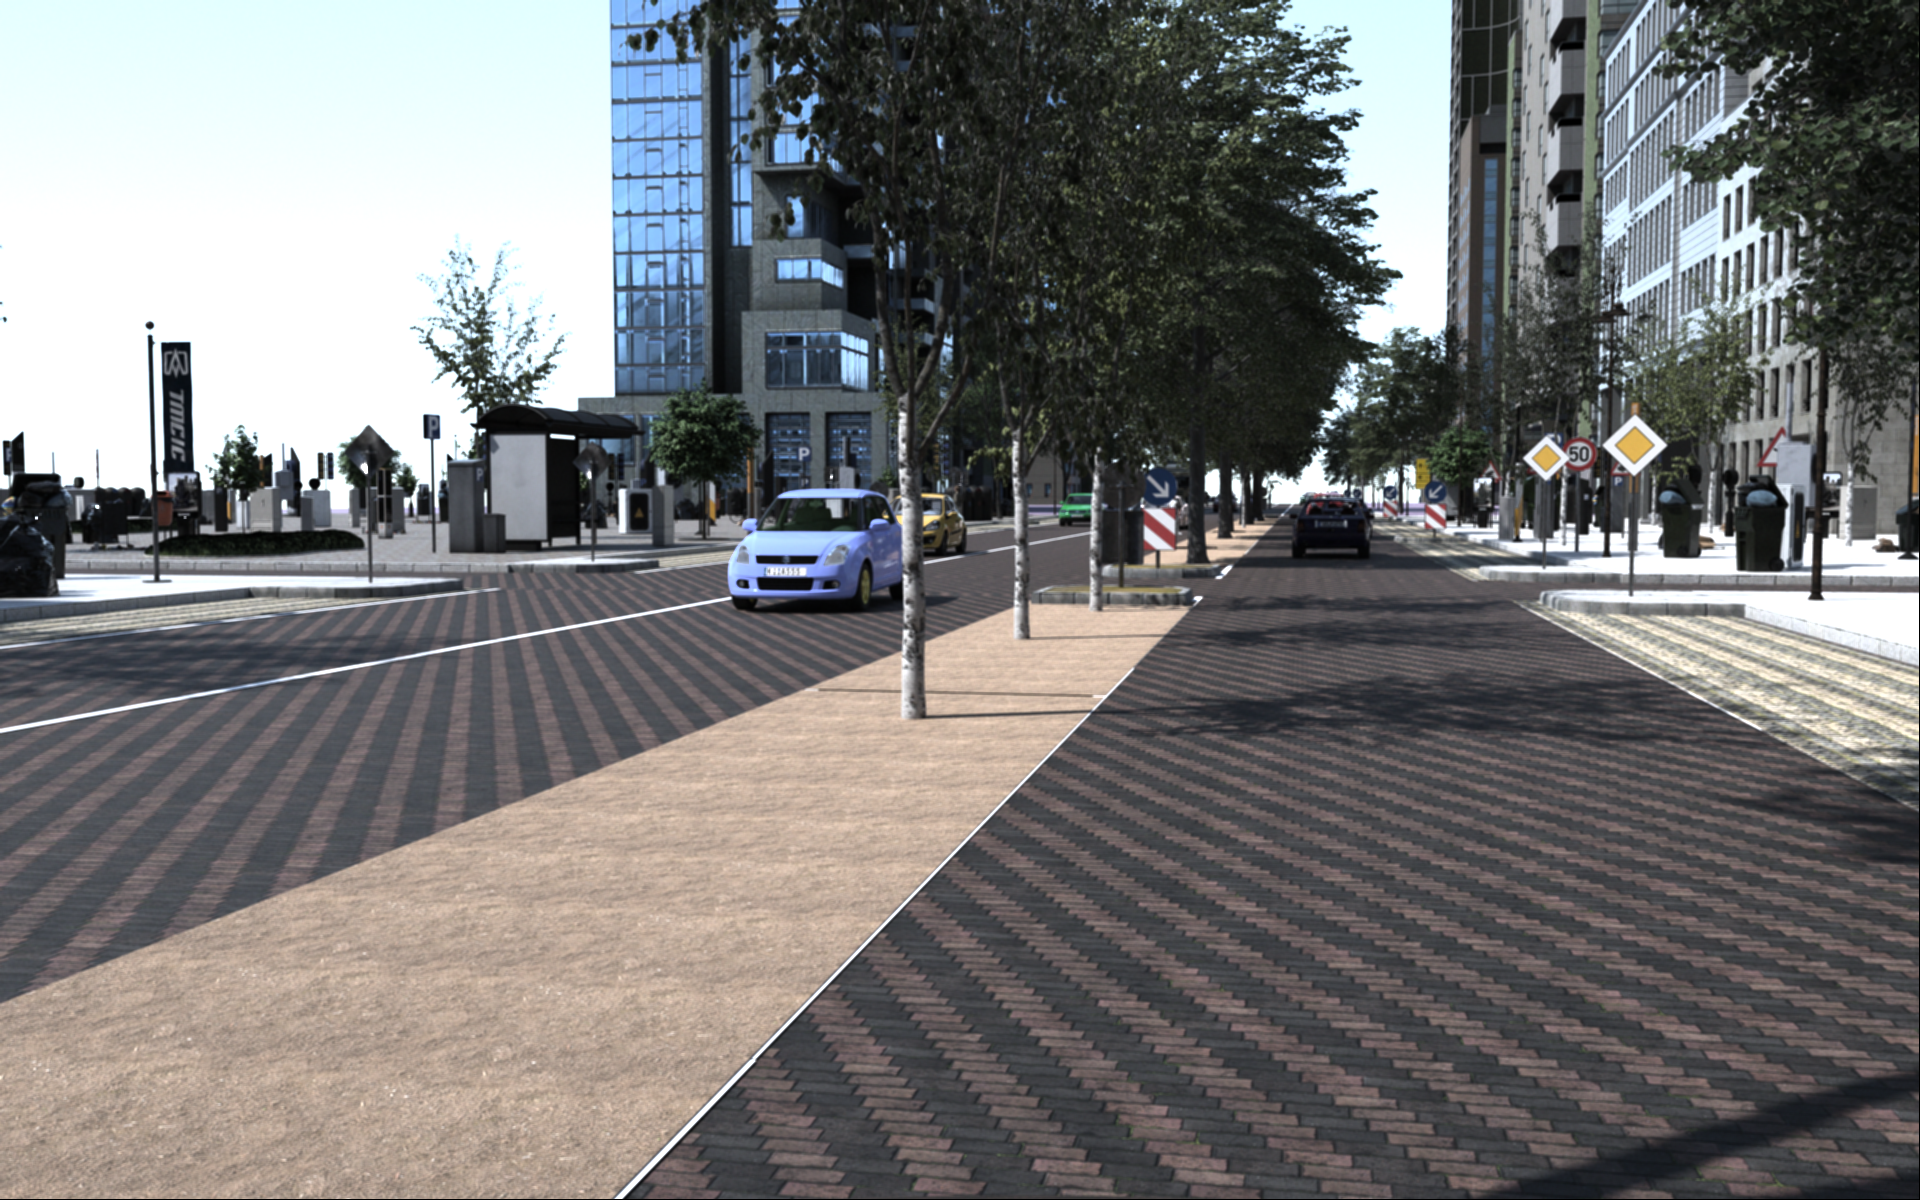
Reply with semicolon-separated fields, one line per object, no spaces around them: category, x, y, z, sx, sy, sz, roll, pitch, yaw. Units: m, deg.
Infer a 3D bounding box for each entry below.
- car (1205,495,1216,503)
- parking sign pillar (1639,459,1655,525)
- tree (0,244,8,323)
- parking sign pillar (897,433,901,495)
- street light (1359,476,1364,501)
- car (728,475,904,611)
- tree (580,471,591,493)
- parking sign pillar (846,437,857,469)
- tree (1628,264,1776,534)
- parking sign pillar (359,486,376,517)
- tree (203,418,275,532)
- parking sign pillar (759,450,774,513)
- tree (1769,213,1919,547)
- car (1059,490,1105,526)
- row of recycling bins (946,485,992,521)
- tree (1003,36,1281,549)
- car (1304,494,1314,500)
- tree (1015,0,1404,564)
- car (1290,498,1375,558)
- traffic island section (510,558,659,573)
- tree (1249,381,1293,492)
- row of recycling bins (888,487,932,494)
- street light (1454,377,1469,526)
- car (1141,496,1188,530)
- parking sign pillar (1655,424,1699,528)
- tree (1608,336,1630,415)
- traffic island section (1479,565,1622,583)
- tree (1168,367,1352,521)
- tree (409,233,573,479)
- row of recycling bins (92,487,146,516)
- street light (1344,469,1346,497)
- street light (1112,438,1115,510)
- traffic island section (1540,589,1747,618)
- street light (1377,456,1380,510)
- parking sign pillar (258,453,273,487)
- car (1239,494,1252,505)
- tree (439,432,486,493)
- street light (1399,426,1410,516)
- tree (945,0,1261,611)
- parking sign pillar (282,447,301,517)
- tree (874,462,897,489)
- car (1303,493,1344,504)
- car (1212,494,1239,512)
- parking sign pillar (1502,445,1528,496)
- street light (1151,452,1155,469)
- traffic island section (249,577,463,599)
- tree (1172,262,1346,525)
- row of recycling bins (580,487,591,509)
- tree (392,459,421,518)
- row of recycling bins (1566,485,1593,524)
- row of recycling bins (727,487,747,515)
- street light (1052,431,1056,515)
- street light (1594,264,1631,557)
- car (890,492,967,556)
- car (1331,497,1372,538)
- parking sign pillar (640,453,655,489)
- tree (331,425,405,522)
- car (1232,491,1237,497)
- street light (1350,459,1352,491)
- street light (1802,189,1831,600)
car;35.930;-14.411;248.193;1.945;1.354;3.894;1;4;10
parking sign pillar;29.571;-5.187;73.283;1.447;3.967;1.447;3;4;38
tree;-22.981;-5.364;38.060;4.737;8.622;4.395;0;3;0
parking sign pillar;-2.401;-5.412;76.954;1.447;3.967;1.447;1;4;16
street light;44.123;-13.348;191.031;0.468;5.910;1.993;1;4;11
car;-1.762;-0.788;22.472;1.945;1.707;3.694;1;4;10
tree;-17.845;-5.232;80.141;1.663;3.219;1.824;0;3;0
parking sign pillar;-5.214;-5.757;82.607;1.447;3.967;1.447;0;4;-7
tree;24.374;-6.474;56.213;4.737;8.622;4.395;0;3;0
parking sign pillar;-33.566;-6.722;98.371;1.447;3.967;1.447;-1;4;-9
tree;-18.026;-3.007;43.772;1.663;3.219;1.824;0;3;0
parking sign pillar;-11.716;-7.100;104.555;1.447;3.967;1.447;1;4;21
tree;21.980;-5.609;42.065;4.360;8.622;3.978;0;3;0
car;5.559;-4.262;78.478;1.959;1.807;4.718;1;4;10
row of recycling bins;0.395;-4.627;82.763;1.069;1.692;3.534;2;4;31
tree;6.124;-8.086;45.038;12.009;13.543;11.850;0;3;0
car;36.351;-10.240;177.646;2.015;1.641;3.980;1;4;11
tree;4.873;-6.976;34.649;7.486;12.596;7.792;0;3;0
car;8.600;-1.683;40.090;1.945;1.354;3.894;1;4;12
traffic island section;-6.988;-0.648;32.877;2.009;0.180;2.903;1;4;11
tree;11.961;-7.333;72.712;4.360;8.622;3.978;0;3;0
row of recycling bins;-2.967;-5.594;98.569;3.534;1.692;1.069;3;5;40
street light;19.842;-5.864;68.662;0.468;5.910;1.993;1;4;11
car;8.423;-3.596;71.158;2.083;1.381;4.827;1;4;12
parking sign pillar;27.415;-4.740;65.965;1.447;3.967;1.447;1;4;23
tree;28.052;-7.267;69.172;4.737;8.622;4.395;0;3;0
traffic island section;9.973;-0.443;29.522;2.009;0.180;2.903;1;4;11
tree;15.610;-10.488;90.950;9.611;12.733;9.660;0;3;0
tree;-13.562;-6.083;49.815;4.737;8.622;4.395;0;3;0
row of recycling bins;-48.631;-5.680;99.975;1.069;1.692;3.534;1;4;23
street light;57.521;-17.509;259.062;0.468;5.910;1.993;1;4;11
street light;12.579;-10.355;142.096;0.468;5.910;1.993;1;4;11
traffic island section;8.420;0.036;21.689;2.009;0.180;2.903;1;4;11
street light;34.525;-10.391;142.678;0.468;5.910;1.993;1;4;11
parking sign pillar;-44.880;-7.519;111.406;1.447;3.967;1.447;-1;4;-19
car;33.357;-11.676;200.493;1.945;1.707;3.694;1;4;13
tree;-15.096;-3.628;53.927;1.663;3.219;1.824;0;3;0
street light;27.857;-8.338;109.112;0.468;5.910;1.993;1;4;11
tree;1.662;-4.173;21.049;4.737;8.622;4.395;0;3;0
parking sign pillar;-37.846;-6.719;98.330;1.447;3.967;1.447;-3;4;-38
tree;-4.390;-6.703;104.195;1.663;3.219;1.824;0;3;0
car;16.269;-4.126;76.499;2.155;1.783;4.494;1;4;10
car;21.287;-7.935;138.770;2.155;1.783;4.494;1;4;12
parking sign pillar;30.762;-6.577;96.000;1.447;3.967;1.447;3;4;37
street light;19.562;-12.472;176.712;0.468;5.910;1.993;1;4;11
traffic island section;-8.541;-0.169;25.044;2.009;0.180;2.903;1;4;11
tree;13.423;-10.492;80.654;9.857;13.997;8.962;0;3;0
row of recycling bins;-20.071;-5.218;92.427;1.069;1.692;3.534;0;4;-1
tree;-30.358;-6.150;95.153;1.663;3.219;1.824;0;3;0
row of recycling bins;26.739;-4.226;76.215;1.069;1.692;3.534;0;4;-6
row of recycling bins;-13.200;-6.081;106.534;1.069;1.692;3.534;1;4;23
street light;5.953;-8.299;108.477;0.468;5.910;1.993;1;4;11
street light;13.116;-3.802;34.948;0.468;5.910;1.993;1;4;11
car;-0.950;-1.898;41.250;2.015;1.641;3.980;1;4;10
car;12.865;-2.788;58.161;1.945;1.354;3.894;1;4;9
parking sign pillar;-17.443;-6.616;96.648;1.447;3.967;1.447;1;4;9
tree;-27.852;-5.963;81.207;4.285;4.588;4.351;0;3;0
car;36.662;-13.946;236.696;2.281;1.827;5.304;1;4;11
street light;50.891;-15.441;225.239;0.468;5.910;1.993;1;4;11
street light;10.378;-2.938;20.818;0.468;5.910;1.993;1;4;11
